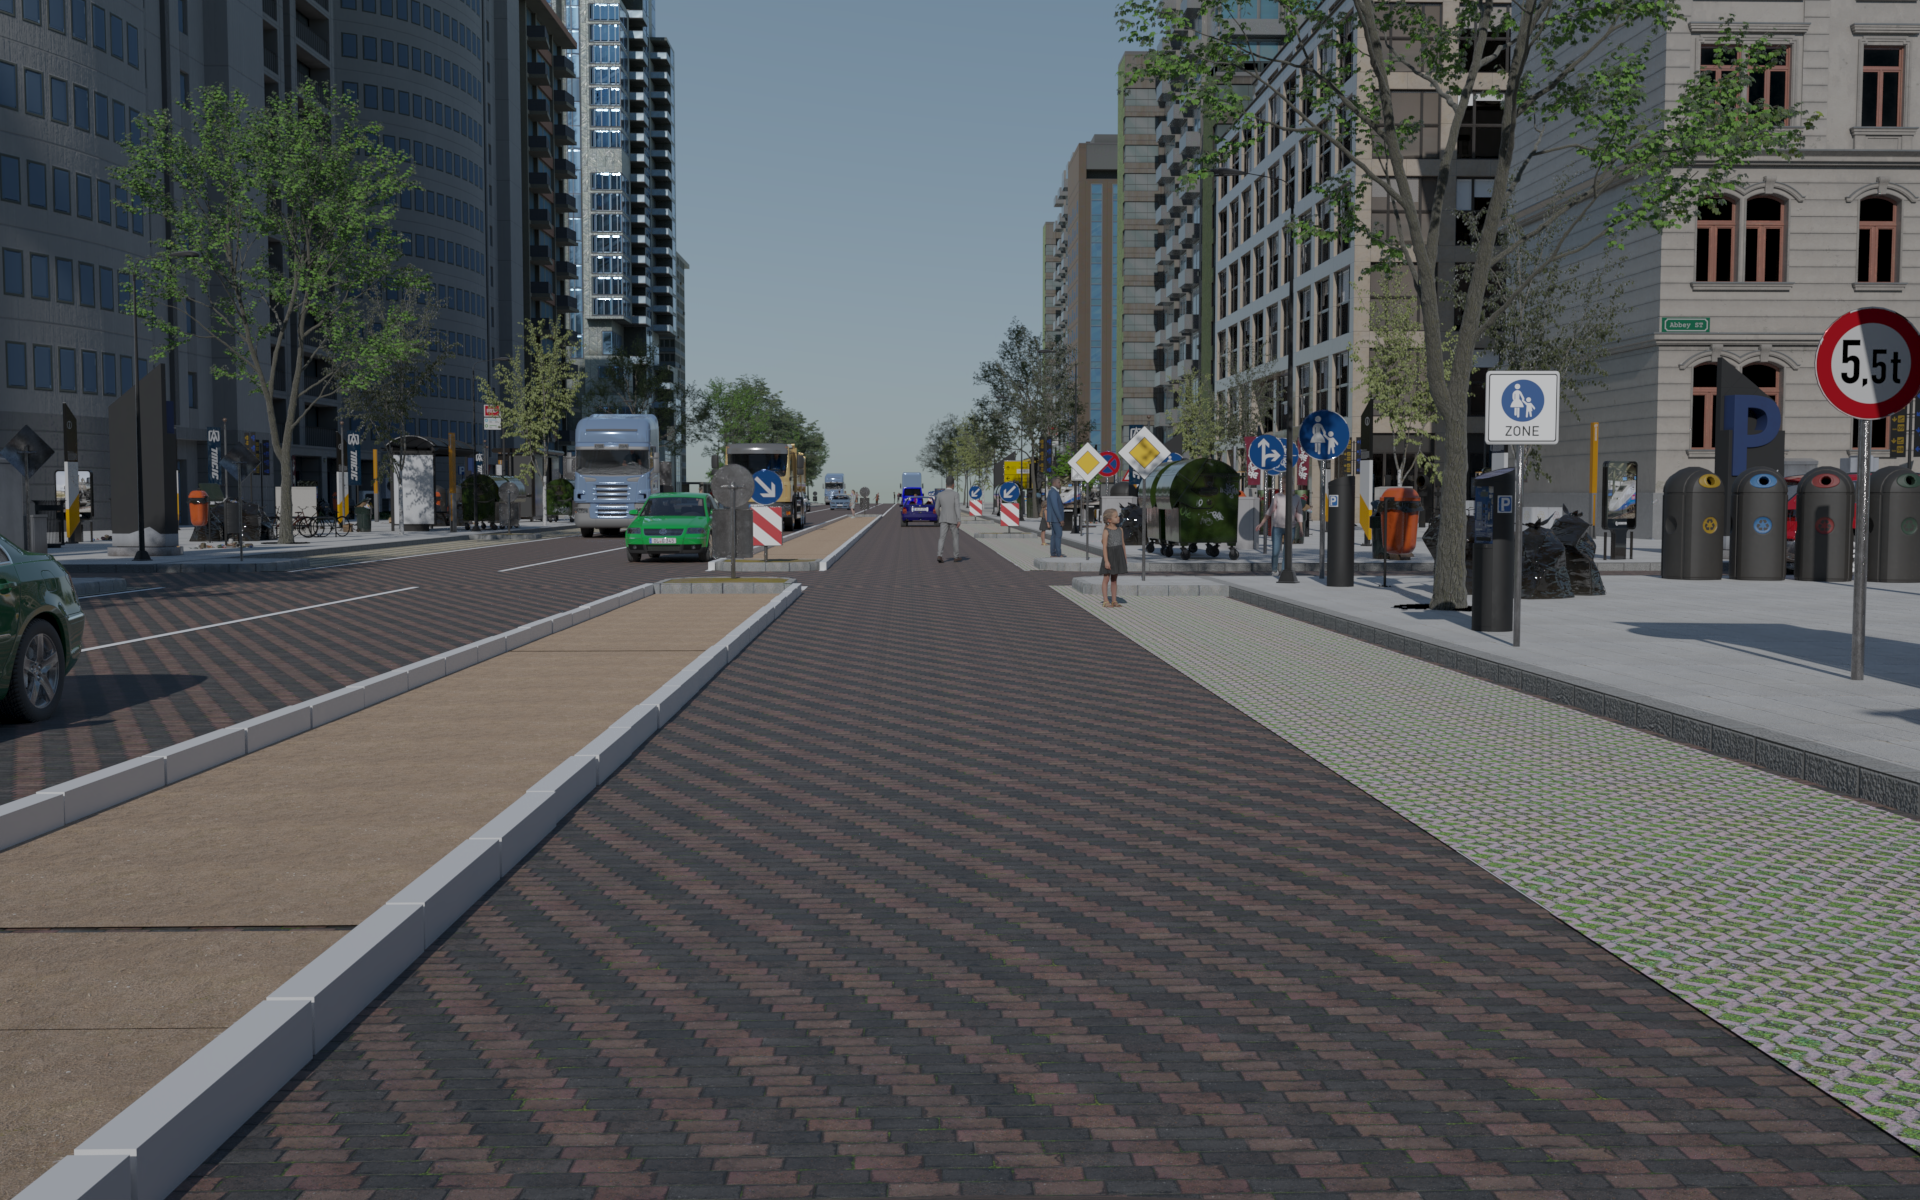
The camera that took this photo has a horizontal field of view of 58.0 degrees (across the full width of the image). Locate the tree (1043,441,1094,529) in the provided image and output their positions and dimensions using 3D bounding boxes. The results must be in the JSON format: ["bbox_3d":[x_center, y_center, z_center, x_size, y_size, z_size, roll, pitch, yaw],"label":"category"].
[{"bbox_3d":[3.783,-4.156,62.555,1.663,3.219,1.824,0,3,0],"label":"tree"}]

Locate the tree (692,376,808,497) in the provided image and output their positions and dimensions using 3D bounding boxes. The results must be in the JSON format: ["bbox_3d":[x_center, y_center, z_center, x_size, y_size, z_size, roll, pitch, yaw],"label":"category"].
[{"bbox_3d":[-20.326,-13.926,153.451,9.928,11.665,9.643,0,3,0],"label":"tree"}]

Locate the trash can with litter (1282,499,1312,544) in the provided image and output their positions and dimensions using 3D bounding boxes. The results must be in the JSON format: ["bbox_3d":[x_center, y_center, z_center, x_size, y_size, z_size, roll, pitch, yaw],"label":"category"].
[{"bbox_3d":[8.533,-2.015,44.329,0.624,1.170,1.055,2,4,35],"label":"trash can with litter"}]

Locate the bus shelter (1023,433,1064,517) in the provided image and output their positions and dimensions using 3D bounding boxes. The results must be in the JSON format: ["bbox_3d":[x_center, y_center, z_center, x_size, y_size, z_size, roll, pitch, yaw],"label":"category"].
[{"bbox_3d":[4.830,-7.478,99.895,2.179,5.291,8.768,0,4,-2],"label":"bus shelter"}]

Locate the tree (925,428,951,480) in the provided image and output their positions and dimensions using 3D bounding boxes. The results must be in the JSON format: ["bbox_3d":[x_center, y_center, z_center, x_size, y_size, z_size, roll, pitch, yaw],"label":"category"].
[{"bbox_3d":[0.793,-16.109,197.787,7.601,10.594,8.767,1,4,16],"label":"tree"}]

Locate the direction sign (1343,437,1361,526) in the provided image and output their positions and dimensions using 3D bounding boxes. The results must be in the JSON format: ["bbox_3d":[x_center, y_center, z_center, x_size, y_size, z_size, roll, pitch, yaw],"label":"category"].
[{"bbox_3d":[15.646,-4.702,68.868,0.876,3.537,0.379,3,4,36],"label":"direction sign"}]

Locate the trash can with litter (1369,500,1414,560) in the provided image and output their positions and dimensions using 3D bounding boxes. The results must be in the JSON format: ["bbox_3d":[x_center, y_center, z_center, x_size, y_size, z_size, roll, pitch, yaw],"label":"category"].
[{"bbox_3d":[8.502,-1.379,33.926,0.624,1.170,1.055,-2,4,-25],"label":"trash can with litter"}]

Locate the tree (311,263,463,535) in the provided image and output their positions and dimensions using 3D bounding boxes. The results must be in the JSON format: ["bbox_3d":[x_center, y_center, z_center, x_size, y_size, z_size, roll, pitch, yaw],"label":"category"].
[{"bbox_3d":[-17.909,-6.369,54.498,4.360,8.622,3.978,0,3,0],"label":"tree"}]

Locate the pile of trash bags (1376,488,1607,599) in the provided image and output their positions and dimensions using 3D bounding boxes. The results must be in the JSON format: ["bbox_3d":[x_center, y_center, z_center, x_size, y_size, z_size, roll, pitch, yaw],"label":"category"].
[{"bbox_3d":[6.795,-0.799,22.817,1.912,1.369,3.447,-2,4,-31],"label":"pile of trash bags"}]

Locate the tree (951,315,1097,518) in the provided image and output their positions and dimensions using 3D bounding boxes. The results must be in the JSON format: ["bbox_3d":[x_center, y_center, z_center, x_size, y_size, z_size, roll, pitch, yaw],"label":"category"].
[{"bbox_3d":[3.651,-9.575,90.957,7.601,10.594,8.767,0,4,3],"label":"tree"}]

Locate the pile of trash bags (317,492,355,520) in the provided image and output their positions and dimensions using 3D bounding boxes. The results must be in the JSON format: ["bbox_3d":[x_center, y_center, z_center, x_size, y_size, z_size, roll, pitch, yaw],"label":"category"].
[{"bbox_3d":[-31.179,-4.691,86.451,1.912,1.369,3.447,-2,4,-24],"label":"pile of trash bags"}]

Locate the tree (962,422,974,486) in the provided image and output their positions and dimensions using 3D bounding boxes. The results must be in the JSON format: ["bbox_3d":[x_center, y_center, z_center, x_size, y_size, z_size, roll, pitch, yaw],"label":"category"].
[{"bbox_3d":[2.412,-10.446,121.158,4.360,8.622,3.978,0,3,0],"label":"tree"}]

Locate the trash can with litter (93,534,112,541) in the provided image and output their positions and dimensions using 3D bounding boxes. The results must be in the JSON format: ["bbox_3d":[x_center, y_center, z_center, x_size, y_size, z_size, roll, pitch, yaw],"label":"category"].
[{"bbox_3d":[-23.484,-2.285,48.425,2.233,1.210,1.678,3,4,38],"label":"trash can with litter"}]

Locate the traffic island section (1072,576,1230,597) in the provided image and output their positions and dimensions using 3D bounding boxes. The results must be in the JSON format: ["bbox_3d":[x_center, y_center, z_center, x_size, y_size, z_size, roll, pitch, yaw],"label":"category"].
[{"bbox_3d":[2.733,-0.203,25.603,2.009,0.180,2.903,0,4,-2],"label":"traffic island section"}]

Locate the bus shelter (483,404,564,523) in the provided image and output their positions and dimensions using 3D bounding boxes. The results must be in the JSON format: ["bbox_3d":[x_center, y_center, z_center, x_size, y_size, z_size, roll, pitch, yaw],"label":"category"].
[{"bbox_3d":[-20.283,-6.275,80.224,2.179,5.291,8.768,0,4,-2],"label":"bus shelter"}]

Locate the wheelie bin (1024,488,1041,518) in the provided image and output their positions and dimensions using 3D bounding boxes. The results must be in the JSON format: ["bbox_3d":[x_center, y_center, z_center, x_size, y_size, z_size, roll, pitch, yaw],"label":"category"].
[{"bbox_3d":[3.906,-5.188,92.735,0.980,1.594,0.693,1,4,9],"label":"wheelie bin"}]

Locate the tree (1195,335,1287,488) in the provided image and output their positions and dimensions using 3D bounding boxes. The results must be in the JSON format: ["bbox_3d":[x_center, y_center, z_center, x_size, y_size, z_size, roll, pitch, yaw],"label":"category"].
[{"bbox_3d":[12.966,-7.897,79.476,4.360,8.622,3.978,0,3,0],"label":"tree"}]

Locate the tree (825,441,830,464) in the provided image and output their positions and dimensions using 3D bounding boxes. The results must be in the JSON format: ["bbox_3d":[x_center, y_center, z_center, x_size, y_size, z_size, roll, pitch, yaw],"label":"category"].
[{"bbox_3d":[-23.688,-20.936,268.057,9.928,11.665,9.643,0,3,0],"label":"tree"}]

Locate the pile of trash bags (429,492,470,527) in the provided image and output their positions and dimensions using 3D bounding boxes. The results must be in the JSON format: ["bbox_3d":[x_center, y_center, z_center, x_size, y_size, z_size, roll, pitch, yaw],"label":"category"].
[{"bbox_3d":[-20.918,-3.666,69.691,1.912,1.369,3.447,-2,4,-25],"label":"pile of trash bags"}]

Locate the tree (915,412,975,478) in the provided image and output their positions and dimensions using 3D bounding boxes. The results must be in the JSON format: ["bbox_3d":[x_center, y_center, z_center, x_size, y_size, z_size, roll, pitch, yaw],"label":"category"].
[{"bbox_3d":[-1.614,-21.224,257.380,12.009,13.543,11.850,0,3,0],"label":"tree"}]

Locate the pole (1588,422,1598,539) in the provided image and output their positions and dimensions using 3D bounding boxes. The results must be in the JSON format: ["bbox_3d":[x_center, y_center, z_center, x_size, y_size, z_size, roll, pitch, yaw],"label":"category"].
[{"bbox_3d":[18.055,-3.396,49.370,0.158,3.312,0.155,0,3,0],"label":"pole"}]

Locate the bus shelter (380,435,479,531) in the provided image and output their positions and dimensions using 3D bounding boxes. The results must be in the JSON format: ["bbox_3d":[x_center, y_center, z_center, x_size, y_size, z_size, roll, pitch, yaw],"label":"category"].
[{"bbox_3d":[-18.894,-4.165,62.018,2.014,3.302,5.546,0,4,-2],"label":"bus shelter"}]

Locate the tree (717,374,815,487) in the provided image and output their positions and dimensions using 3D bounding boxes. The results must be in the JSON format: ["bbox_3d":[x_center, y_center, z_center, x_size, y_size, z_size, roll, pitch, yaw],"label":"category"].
[{"bbox_3d":[-21.222,-16.870,182.471,9.857,13.997,8.962,0,3,0],"label":"tree"}]

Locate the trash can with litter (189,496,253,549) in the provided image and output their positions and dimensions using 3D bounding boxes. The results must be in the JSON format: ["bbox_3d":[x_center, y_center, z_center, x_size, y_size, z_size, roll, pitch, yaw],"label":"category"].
[{"bbox_3d":[-17.714,-1.852,41.343,1.678,1.210,2.233,1,4,13],"label":"trash can with litter"}]

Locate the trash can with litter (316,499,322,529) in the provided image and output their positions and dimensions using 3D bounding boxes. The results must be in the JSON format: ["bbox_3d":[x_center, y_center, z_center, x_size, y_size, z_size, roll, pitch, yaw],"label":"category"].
[{"bbox_3d":[-24.043,-3.179,63.035,1.678,1.210,2.233,2,4,33],"label":"trash can with litter"}]

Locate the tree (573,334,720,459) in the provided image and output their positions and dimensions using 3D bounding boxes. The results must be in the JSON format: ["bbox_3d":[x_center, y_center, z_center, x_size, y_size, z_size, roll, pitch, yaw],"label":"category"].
[{"bbox_3d":[-18.149,-10.155,100.447,8.767,10.594,7.601,-1,4,-11],"label":"tree"}]

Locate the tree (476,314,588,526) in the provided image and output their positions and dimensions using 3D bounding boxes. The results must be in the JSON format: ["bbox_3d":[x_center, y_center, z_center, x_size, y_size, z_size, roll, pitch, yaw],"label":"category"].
[{"bbox_3d":[-17.141,-7.341,70.382,4.737,8.622,4.395,0,3,0],"label":"tree"}]

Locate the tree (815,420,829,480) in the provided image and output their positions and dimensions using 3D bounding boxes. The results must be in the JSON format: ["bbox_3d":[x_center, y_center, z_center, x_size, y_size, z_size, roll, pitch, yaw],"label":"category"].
[{"bbox_3d":[-23.844,-21.364,255.953,9.857,13.997,8.962,0,3,0],"label":"tree"}]

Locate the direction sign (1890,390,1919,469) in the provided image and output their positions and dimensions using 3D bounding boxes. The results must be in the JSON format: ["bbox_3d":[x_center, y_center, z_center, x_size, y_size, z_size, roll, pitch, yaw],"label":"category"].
[{"bbox_3d":[20.113,-2.734,36.704,0.379,3.537,0.876,-2,4,-28],"label":"direction sign"}]

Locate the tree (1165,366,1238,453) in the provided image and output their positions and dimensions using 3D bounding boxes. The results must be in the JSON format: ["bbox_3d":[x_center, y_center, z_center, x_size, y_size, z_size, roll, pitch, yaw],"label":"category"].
[{"bbox_3d":[13.567,-9.086,98.920,4.737,8.622,4.395,0,3,0],"label":"tree"}]

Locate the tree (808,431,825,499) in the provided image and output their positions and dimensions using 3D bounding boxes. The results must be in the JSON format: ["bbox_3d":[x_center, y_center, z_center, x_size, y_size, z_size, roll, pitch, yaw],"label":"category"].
[{"bbox_3d":[-22.123,-17.015,203.945,9.928,11.665,9.643,0,3,0],"label":"tree"}]

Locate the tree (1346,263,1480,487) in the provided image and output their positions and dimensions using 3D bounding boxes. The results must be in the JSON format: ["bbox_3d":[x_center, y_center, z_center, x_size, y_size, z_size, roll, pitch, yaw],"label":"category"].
[{"bbox_3d":[14.129,-6.403,55.044,4.737,8.622,4.395,0,3,0],"label":"tree"}]

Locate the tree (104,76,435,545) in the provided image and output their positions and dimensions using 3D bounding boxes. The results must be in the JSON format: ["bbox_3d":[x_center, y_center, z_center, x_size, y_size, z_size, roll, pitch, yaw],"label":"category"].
[{"bbox_3d":[-17.358,-7.237,44.087,9.928,11.665,9.643,0,3,0],"label":"tree"}]

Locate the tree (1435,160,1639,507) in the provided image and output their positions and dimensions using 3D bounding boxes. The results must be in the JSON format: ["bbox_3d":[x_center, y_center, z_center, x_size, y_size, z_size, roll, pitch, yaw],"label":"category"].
[{"bbox_3d":[12.612,-5.375,38.241,4.360,8.622,3.978,0,3,0],"label":"tree"}]

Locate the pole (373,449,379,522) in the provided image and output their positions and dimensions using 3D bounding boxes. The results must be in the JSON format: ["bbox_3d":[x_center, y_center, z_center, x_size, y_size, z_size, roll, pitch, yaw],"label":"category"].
[{"bbox_3d":[-26.683,-5.217,79.145,0.158,3.312,0.155,0,3,0],"label":"pole"}]

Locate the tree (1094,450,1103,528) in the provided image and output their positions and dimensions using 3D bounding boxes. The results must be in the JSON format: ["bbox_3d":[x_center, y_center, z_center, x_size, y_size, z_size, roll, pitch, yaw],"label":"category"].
[{"bbox_3d":[4.666,-4.410,66.701,1.663,3.219,1.824,0,3,0],"label":"tree"}]

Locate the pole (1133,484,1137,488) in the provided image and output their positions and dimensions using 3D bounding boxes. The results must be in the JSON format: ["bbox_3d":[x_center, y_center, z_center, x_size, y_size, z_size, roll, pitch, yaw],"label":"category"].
[{"bbox_3d":[8.869,-5.748,87.821,0.158,3.312,0.155,0,3,0],"label":"pole"}]

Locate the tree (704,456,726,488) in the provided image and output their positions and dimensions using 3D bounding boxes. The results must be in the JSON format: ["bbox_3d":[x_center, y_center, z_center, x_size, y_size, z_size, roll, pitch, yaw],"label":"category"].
[{"bbox_3d":[-19.705,-9.878,145.212,4.285,4.588,4.351,0,3,0],"label":"tree"}]

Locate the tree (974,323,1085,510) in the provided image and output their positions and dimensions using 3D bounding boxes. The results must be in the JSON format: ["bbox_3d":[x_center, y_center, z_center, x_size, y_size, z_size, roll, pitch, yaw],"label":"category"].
[{"bbox_3d":[3.503,-7.553,73.857,4.360,8.622,3.978,0,3,0],"label":"tree"}]

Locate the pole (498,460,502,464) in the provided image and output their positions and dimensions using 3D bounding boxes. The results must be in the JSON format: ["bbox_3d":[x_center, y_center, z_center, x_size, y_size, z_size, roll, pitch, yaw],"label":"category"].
[{"bbox_3d":[-25.737,-6.309,97.002,0.158,3.312,0.155,0,3,0],"label":"pole"}]

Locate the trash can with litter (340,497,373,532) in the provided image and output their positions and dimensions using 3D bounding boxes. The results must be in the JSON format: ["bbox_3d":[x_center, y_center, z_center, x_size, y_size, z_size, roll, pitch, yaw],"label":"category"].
[{"bbox_3d":[-20.303,-2.865,58.237,1.055,1.170,0.624,0,4,-5],"label":"trash can with litter"}]

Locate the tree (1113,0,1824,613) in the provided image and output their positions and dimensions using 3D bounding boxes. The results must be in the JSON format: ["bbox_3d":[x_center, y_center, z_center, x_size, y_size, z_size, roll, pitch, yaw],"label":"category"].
[{"bbox_3d":[5.344,-5.687,18.742,9.928,11.665,9.643,0,3,0],"label":"tree"}]

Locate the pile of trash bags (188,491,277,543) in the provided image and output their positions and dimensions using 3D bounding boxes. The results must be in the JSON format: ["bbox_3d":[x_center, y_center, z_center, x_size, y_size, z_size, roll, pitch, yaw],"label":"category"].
[{"bbox_3d":[-19.958,-2.271,46.886,1.912,1.369,3.447,0,4,0],"label":"pile of trash bags"}]

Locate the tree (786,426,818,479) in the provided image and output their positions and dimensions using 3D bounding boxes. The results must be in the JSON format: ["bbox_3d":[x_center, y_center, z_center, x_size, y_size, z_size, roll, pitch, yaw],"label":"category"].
[{"bbox_3d":[-22.699,-18.384,234.986,7.601,10.594,8.767,-1,4,-15],"label":"tree"}]

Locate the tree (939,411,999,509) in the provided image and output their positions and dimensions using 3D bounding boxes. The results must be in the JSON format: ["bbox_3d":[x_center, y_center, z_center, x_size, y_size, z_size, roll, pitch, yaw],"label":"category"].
[{"bbox_3d":[1.220,-12.471,154.260,4.737,8.622,4.395,0,3,0],"label":"tree"}]

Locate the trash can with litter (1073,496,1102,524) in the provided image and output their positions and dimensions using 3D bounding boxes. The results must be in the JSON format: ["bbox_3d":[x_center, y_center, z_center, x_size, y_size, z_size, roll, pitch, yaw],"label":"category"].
[{"bbox_3d":[5.907,-3.932,75.349,2.233,1.210,1.678,-3,5,-40],"label":"trash can with litter"}]

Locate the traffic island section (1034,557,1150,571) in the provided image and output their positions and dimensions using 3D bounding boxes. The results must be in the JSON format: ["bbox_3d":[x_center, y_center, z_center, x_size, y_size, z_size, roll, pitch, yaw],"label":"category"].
[{"bbox_3d":[2.487,-0.691,33.584,2.009,0.180,2.903,0,4,-2],"label":"traffic island section"}]

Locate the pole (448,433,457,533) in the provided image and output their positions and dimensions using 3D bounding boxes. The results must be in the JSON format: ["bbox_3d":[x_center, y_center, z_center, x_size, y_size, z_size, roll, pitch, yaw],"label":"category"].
[{"bbox_3d":[-16.912,-3.908,57.731,0.158,3.312,0.155,0,3,0],"label":"pole"}]

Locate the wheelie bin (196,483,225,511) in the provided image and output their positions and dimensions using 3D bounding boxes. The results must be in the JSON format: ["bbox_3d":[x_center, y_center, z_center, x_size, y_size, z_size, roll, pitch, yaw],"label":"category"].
[{"bbox_3d":[-22.007,-2.618,50.710,0.693,1.594,0.980,2,4,30],"label":"wheelie bin"}]

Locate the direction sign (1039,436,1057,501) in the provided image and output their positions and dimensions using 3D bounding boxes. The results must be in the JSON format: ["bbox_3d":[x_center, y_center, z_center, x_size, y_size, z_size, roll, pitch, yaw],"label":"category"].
[{"bbox_3d":[3.365,-4.666,68.283,0.379,3.537,0.876,-2,4,-30],"label":"direction sign"}]

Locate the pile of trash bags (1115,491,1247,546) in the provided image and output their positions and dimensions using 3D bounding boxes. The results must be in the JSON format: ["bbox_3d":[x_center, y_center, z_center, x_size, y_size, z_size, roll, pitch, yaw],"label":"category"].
[{"bbox_3d":[5.508,-2.072,43.630,3.447,1.369,1.912,1,4,11],"label":"pile of trash bags"}]
